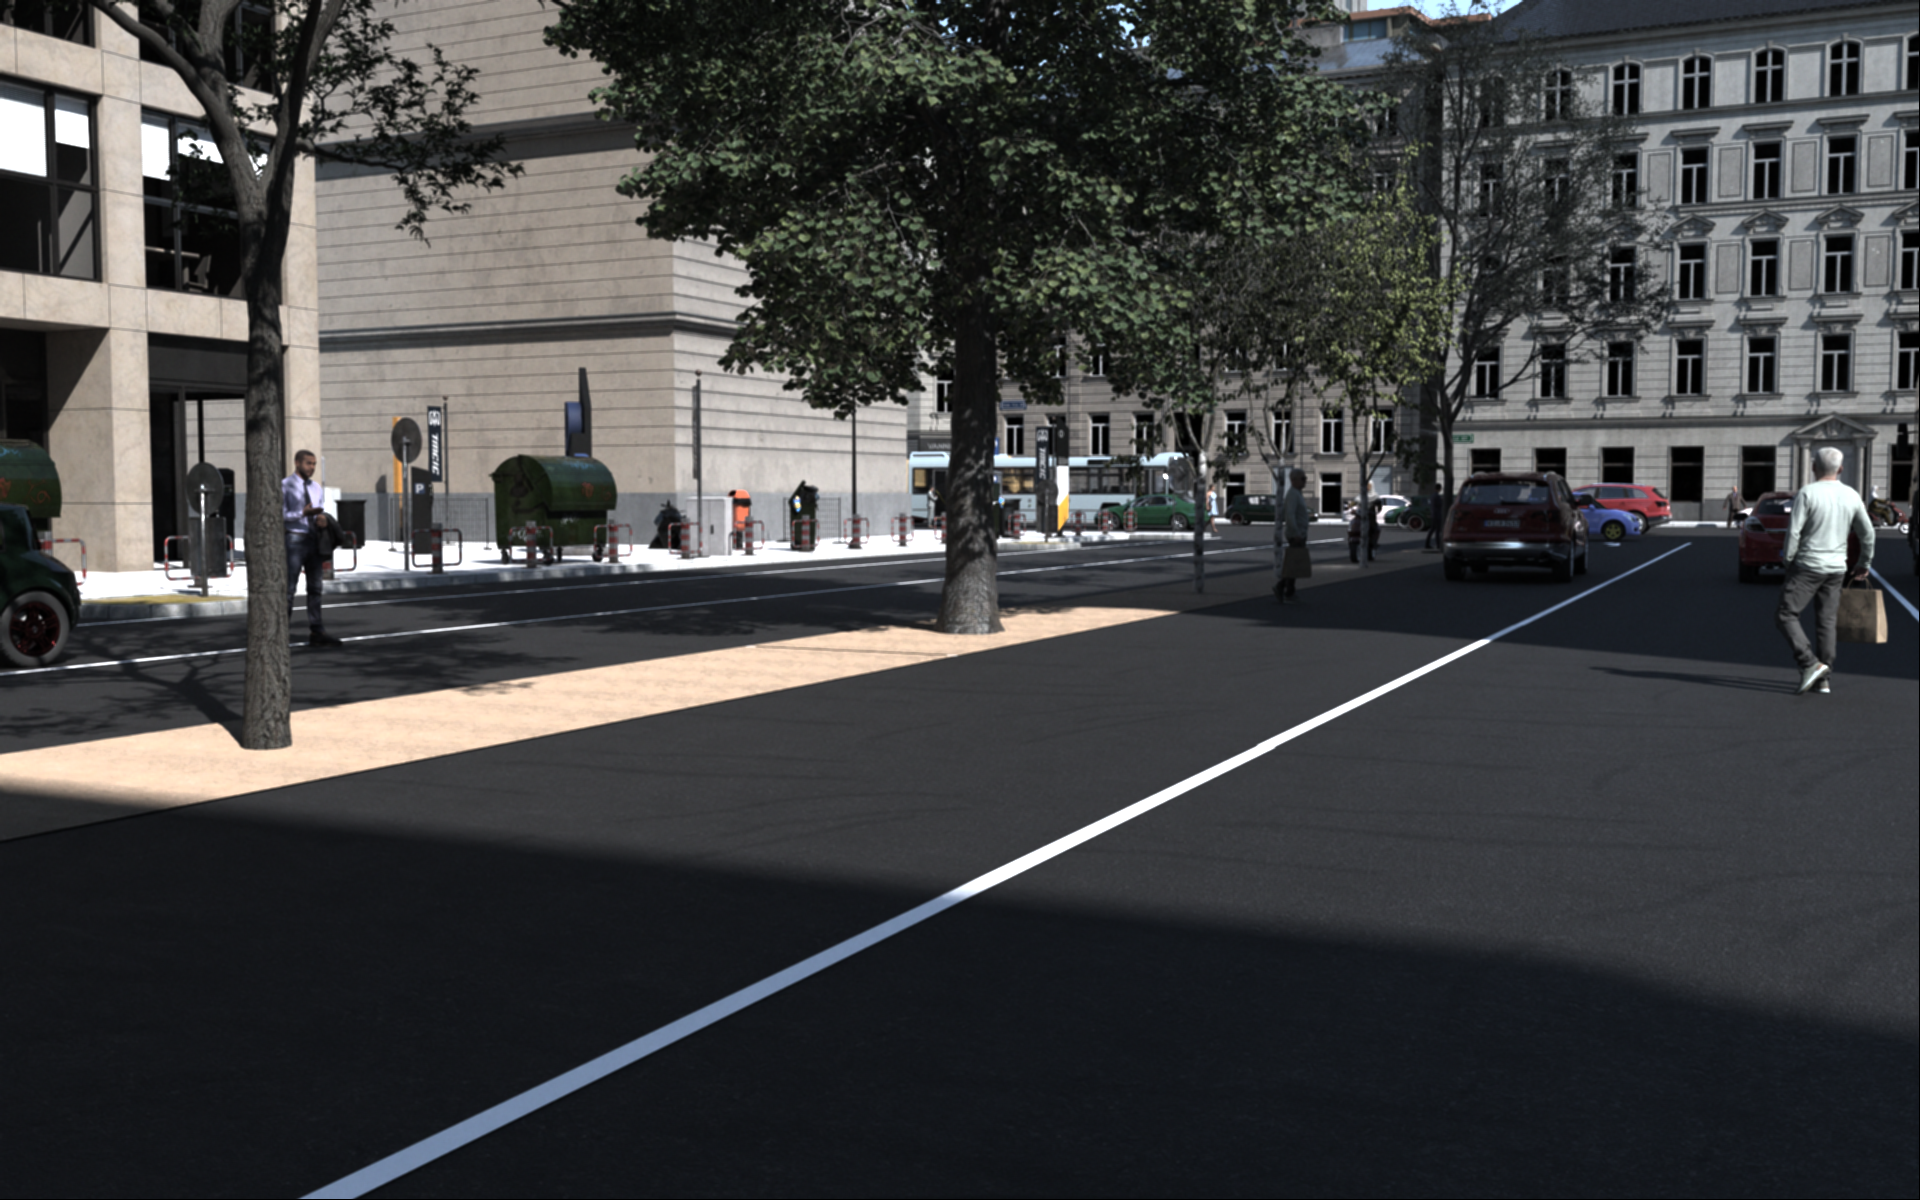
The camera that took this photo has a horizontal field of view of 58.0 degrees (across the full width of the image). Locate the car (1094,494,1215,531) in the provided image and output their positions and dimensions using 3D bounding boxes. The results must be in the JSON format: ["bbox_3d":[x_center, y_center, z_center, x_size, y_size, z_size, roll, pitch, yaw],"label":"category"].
[{"bbox_3d":[7.744,-3.527,69.463,4.920,1.459,2.131,2,4,26],"label":"car"}]

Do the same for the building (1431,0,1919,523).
[{"bbox_3d":[46.147,-18.700,82.157,44.131,29.872,17.030,2,4,26],"label":"building"}]

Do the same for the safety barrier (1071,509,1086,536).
[{"bbox_3d":[3.602,-2.350,52.691,0.300,0.817,1.120,2,4,26],"label":"safety barrier"}]

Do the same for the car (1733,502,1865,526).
[{"bbox_3d":[33.835,-3.518,69.888,4.827,1.381,2.083,2,4,27],"label":"car"}]

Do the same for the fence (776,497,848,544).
[{"bbox_3d":[-3.891,-2.092,45.415,2.264,1.192,0.480,3,5,41],"label":"fence"}]

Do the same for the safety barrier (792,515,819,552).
[{"bbox_3d":[-3.394,-1.459,38.138,0.300,0.817,1.120,2,4,26],"label":"safety barrier"}]

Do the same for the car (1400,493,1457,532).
[{"bbox_3d":[19.013,-3.458,66.318,4.222,1.686,2.009,2,4,27],"label":"car"}]

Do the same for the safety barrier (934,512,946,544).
[{"bbox_3d":[-0.393,-1.841,44.376,0.300,0.817,1.120,2,4,26],"label":"safety barrier"}]

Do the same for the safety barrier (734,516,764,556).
[{"bbox_3d":[-4.391,-1.332,36.057,0.300,0.817,1.120,2,4,26],"label":"safety barrier"}]

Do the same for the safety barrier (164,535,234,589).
[{"bbox_3d":[-10.367,-0.571,23.614,0.300,0.817,1.120,2,4,26],"label":"safety barrier"}]

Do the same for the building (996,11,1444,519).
[{"bbox_3d":[14.527,-18.292,96.331,25.104,27.353,12.463,2,4,26],"label":"building"}]

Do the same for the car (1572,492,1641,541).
[{"bbox_3d":[19.216,-2.709,53.888,3.694,1.707,1.945,2,4,24],"label":"car"}]

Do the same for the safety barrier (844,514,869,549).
[{"bbox_3d":[-2.397,-1.586,40.211,0.300,0.817,1.120,2,4,26],"label":"safety barrier"}]

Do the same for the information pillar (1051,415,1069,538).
[{"bbox_3d":[3.016,-3.664,51.256,0.504,3.616,0.183,-3,5,-44],"label":"information pillar"}]

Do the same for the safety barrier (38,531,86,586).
[{"bbox_3d":[-11.372,-0.444,21.538,0.300,0.817,1.120,2,4,26],"label":"safety barrier"}]

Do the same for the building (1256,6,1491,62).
[{"bbox_3d":[38.622,-30.942,160.531,22.147,44.769,28.867,2,4,26],"label":"building"}]

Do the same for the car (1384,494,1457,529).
[{"bbox_3d":[19.891,-3.627,71.094,4.920,1.459,2.131,2,4,25],"label":"car"}]

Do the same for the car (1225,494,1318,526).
[{"bbox_3d":[14.177,-4.229,78.928,4.222,1.686,2.009,2,4,24],"label":"car"}]

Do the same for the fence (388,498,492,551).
[{"bbox_3d":[-11.878,-1.734,39.556,2.264,1.192,0.480,-1,4,-20],"label":"fence"}]

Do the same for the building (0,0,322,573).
[{"bbox_3d":[-27.812,-13.190,20.176,19.350,26.468,34.151,2,4,26],"label":"building"}]

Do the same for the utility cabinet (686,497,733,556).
[{"bbox_3d":[-5.218,-1.521,36.022,1.020,1.237,0.306,2,4,31],"label":"utility cabinet"}]

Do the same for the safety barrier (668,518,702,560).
[{"bbox_3d":[-5.387,-1.205,33.984,0.300,0.817,1.120,2,4,26],"label":"safety barrier"}]

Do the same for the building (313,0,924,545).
[{"bbox_3d":[-14.248,-16.244,52.972,23.554,28.519,14.401,2,4,26],"label":"building"}]

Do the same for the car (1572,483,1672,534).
[{"bbox_3d":[22.830,-3.290,62.470,5.304,1.827,2.281,2,4,27],"label":"car"}]

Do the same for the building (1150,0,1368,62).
[{"bbox_3d":[35.183,-46.720,202.123,20.611,71.187,20.563,2,4,26],"label":"building"}]

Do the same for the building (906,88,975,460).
[{"bbox_3d":[-16.146,-20.545,112.321,44.131,29.872,17.030,2,4,26],"label":"building"}]

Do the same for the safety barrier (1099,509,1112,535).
[{"bbox_3d":[4.596,-2.476,54.765,0.300,0.817,1.120,2,4,26],"label":"safety barrier"}]

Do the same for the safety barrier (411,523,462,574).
[{"bbox_3d":[-8.382,-0.825,27.764,0.300,0.817,1.120,2,4,26],"label":"safety barrier"}]

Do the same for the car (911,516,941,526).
[{"bbox_3d":[-1.861,-4.333,79.890,4.494,1.783,2.155,2,4,27],"label":"car"}]

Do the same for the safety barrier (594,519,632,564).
[{"bbox_3d":[-6.386,-1.079,31.912,0.300,0.817,1.120,2,4,26],"label":"safety barrier"}]

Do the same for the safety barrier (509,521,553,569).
[{"bbox_3d":[-7.384,-0.952,29.839,0.300,0.817,1.120,2,4,26],"label":"safety barrier"}]

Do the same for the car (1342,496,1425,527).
[{"bbox_3d":[19.155,-3.873,75.683,4.827,1.381,2.083,2,4,27],"label":"car"}]

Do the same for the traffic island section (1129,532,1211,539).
[{"bbox_3d":[6.899,-2.068,56.086,2.009,0.180,2.903,2,4,26],"label":"traffic island section"}]

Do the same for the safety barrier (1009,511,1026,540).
[{"bbox_3d":[1.601,-2.096,48.537,0.300,0.817,1.120,2,4,26],"label":"safety barrier"}]

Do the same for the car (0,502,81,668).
[{"bbox_3d":[-8.979,-0.221,13.394,2.009,1.686,4.222,2,4,26],"label":"car"}]

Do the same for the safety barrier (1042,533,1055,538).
[{"bbox_3d":[2.605,-2.223,50.617,0.300,0.817,1.120,2,4,26],"label":"safety barrier"}]

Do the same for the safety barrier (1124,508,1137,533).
[{"bbox_3d":[5.591,-2.604,56.843,0.300,0.817,1.120,2,4,26],"label":"safety barrier"}]

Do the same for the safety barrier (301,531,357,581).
[{"bbox_3d":[-9.377,-0.698,25.690,0.300,0.817,1.120,2,4,26],"label":"safety barrier"}]

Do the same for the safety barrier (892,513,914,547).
[{"bbox_3d":[-1.397,-1.714,42.295,0.300,0.817,1.120,2,4,26],"label":"safety barrier"}]
